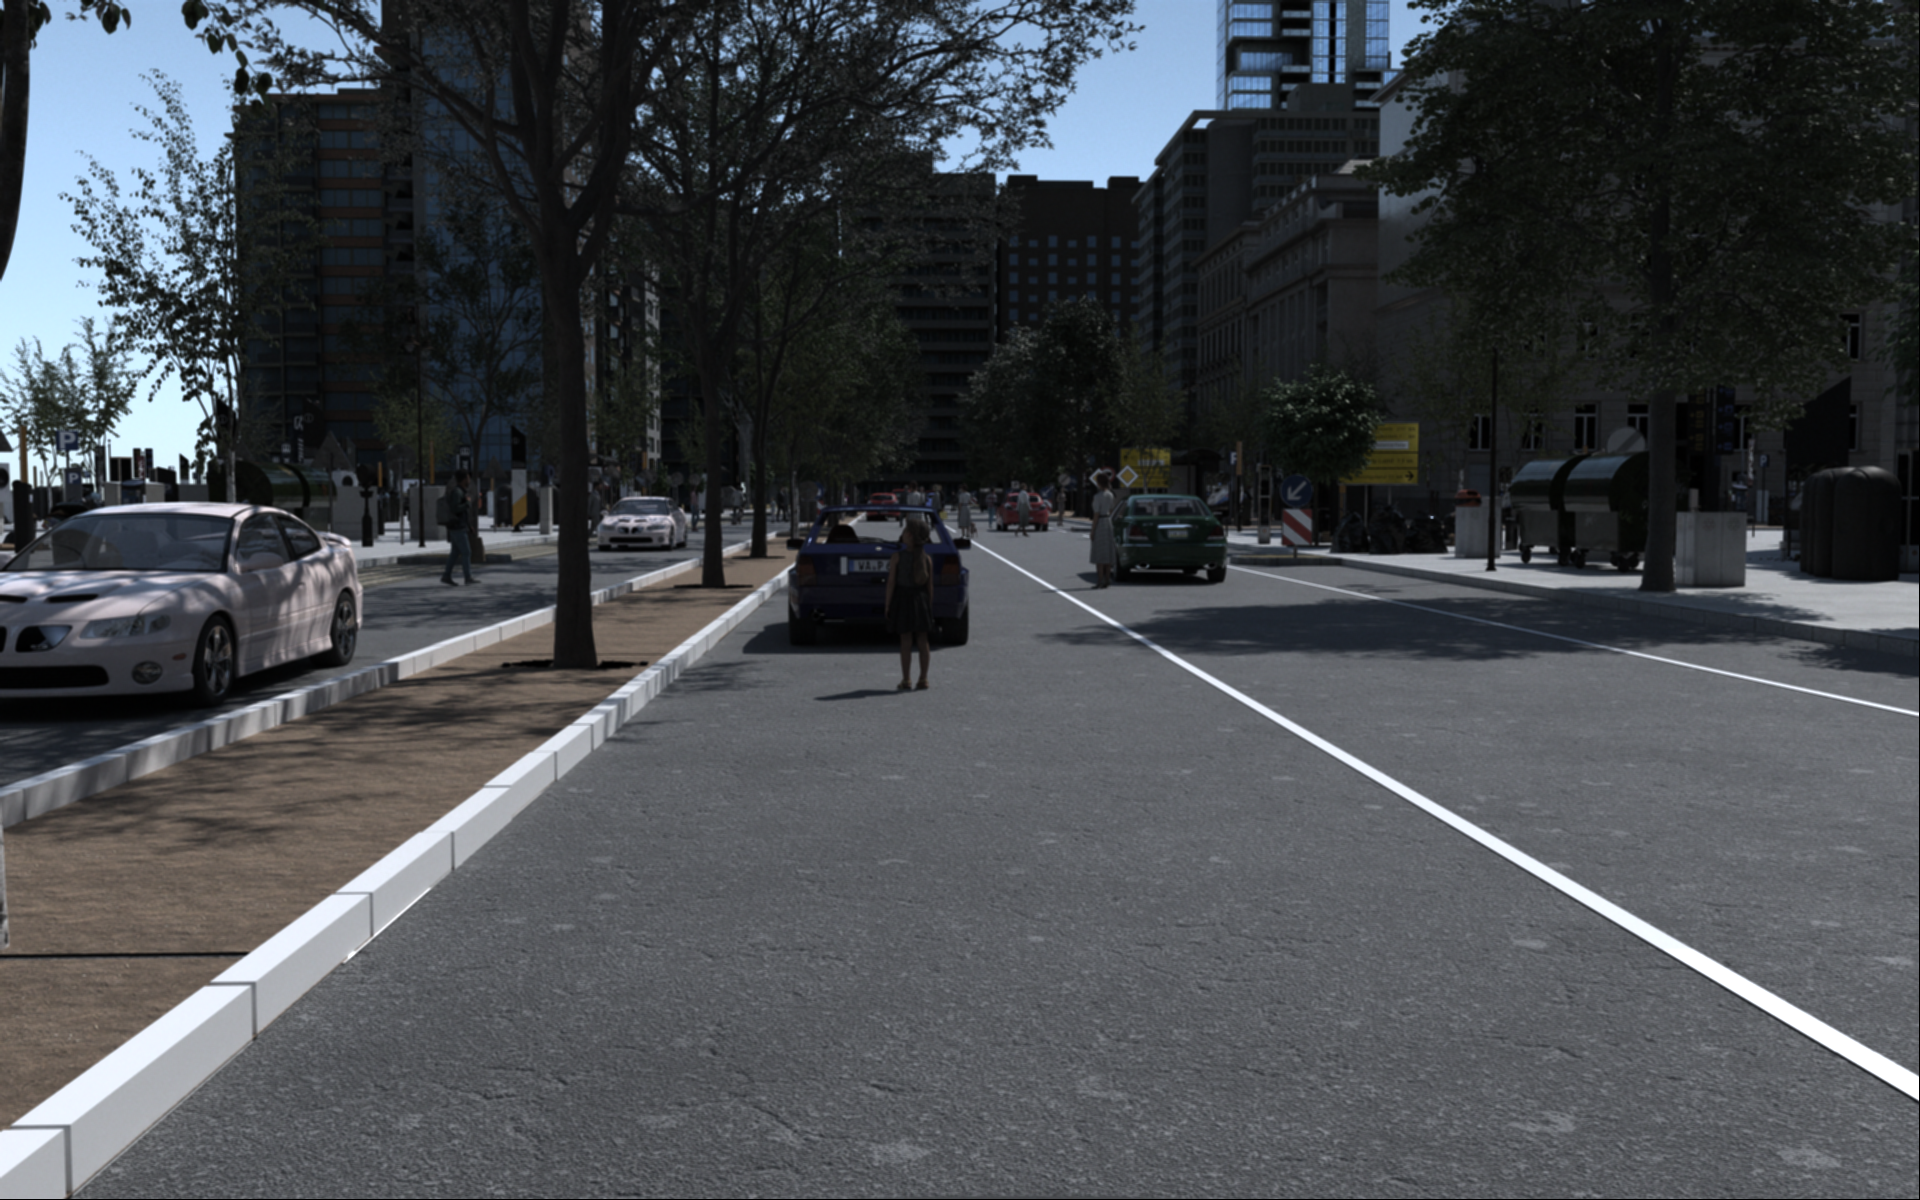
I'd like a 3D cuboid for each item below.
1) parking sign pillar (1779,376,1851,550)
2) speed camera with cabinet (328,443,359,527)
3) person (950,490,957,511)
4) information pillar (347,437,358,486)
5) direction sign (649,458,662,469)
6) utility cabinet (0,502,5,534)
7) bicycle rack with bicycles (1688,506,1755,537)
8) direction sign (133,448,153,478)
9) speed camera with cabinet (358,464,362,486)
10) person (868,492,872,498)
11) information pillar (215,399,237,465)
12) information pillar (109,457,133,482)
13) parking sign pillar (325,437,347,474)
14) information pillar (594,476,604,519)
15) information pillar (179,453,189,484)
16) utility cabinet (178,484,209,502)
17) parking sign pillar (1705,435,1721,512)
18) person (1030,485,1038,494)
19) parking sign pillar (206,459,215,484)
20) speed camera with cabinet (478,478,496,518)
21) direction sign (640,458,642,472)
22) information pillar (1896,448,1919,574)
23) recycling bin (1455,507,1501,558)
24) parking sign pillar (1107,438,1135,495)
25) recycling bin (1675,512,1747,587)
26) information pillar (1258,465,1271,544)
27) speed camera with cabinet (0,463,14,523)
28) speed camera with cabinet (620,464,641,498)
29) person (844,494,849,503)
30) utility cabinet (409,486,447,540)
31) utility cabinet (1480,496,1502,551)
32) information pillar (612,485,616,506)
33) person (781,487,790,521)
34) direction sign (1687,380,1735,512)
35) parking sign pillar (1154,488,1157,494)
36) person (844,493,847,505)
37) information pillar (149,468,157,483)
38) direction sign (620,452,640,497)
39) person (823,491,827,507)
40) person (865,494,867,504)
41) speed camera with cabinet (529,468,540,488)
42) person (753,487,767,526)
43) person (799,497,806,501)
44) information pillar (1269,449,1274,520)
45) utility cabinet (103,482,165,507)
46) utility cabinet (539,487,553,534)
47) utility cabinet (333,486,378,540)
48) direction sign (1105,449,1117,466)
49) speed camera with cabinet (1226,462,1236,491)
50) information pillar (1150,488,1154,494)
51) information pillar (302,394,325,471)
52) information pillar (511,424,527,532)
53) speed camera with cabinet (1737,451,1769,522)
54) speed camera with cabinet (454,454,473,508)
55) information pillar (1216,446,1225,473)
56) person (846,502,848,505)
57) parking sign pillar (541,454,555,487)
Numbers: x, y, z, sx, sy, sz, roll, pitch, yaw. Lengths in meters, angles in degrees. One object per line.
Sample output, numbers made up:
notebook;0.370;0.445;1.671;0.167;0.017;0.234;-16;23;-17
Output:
parking sign pillar;19.686;-3.140;39.811;1.447;3.967;1.447;2;4;24
speed camera with cabinet;-24.406;-4.445;67.015;0.660;3.252;2.038;2;4;25
person;-0.491;-8.157;142.673;0.445;1.727;0.742;2;4;26
information pillar;-24.990;-4.886;71.236;0.504;3.616;0.183;2;4;24
direction sign;-19.251;-7.192;109.588;0.876;3.537;0.379;1;4;11
utility cabinet;-30.355;-2.808;54.594;0.318;1.500;1.173;-2;4;-24
bicycle rack with bicycles;22.217;-2.322;51.352;2.852;0.926;2.925;3;4;37
direction sign;-40.407;-5.734;85.744;0.876;3.537;0.379;-2;4;-27
speed camera with cabinet;-39.992;-7.267;113.146;2.038;3.252;0.660;-1;4;-16
person;-10.201;-11.398;196.325;0.415;1.643;0.593;-2;4;-31
information pillar;-17.500;-3.057;41.335;0.504;3.616;0.183;-3;5;-43
information pillar;-16.683;-1.835;34.487;0.304;2.012;0.304;2;4;28
parking sign pillar;-29.682;-5.712;81.863;1.447;3.967;1.447;0;4;5
information pillar;-14.828;-4.077;71.152;0.304;2.012;0.304;-3;5;-45
information pillar;-44.167;-6.561;98.632;0.504;3.616;0.183;-1;4;-20
utility cabinet;-17.183;-1.818;38.411;0.318;1.500;1.173;3;5;43
parking sign pillar;34.605;-5.576;79.641;1.447;3.967;1.447;1;4;15
person;3.450;-4.518;82.149;0.659;1.850;0.755;2;4;26
parking sign pillar;-42.357;-6.758;98.965;1.447;3.967;1.447;-3;5;-44
speed camera with cabinet;-25.904;-6.139;94.716;2.038;3.252;0.660;-1;4;-16
direction sign;-20.447;-7.221;110.063;0.876;3.537;0.379;1;4;12
information pillar;15.347;-1.438;28.002;0.304;2.012;0.304;-1;4;-15
recycling bin;10.445;-1.369;34.931;0.722;1.027;0.722;0;4;-2
parking sign pillar;7.814;-5.850;84.119;1.447;3.967;1.447;2;4;30
recycling bin;10.539;-0.720;24.323;0.722;1.027;0.722;0;4;0
information pillar;7.834;-2.452;44.588;0.304;2.012;0.304;0;4;4
speed camera with cabinet;-41.978;-5.004;76.158;0.660;3.252;2.038;0;4;7
speed camera with cabinet;-21.578;-7.289;113.511;0.660;3.252;2.038;1;4;16
person;-9.592;-8.343;148.137;0.991;1.433;0.599;-1;4;-19
utility cabinet;-14.718;-2.399;47.895;1.173;1.500;0.318;2;4;32
utility cabinet;12.158;-1.742;39.643;0.306;1.237;1.020;0;4;8
information pillar;-26.721;-7.894;133.551;0.304;2.012;0.304;-2;4;-30
person;-9.167;-5.013;90.641;0.526;1.800;0.537;-1;4;-13
direction sign;15.040;-2.615;34.751;0.876;3.537;0.379;2;4;34
parking sign pillar;15.436;-9.180;138.566;1.447;3.967;1.447;1;4;19
person;-10.650;-9.138;157.845;1.348;1.831;0.705;-1;4;-17
information pillar;-22.798;-2.736;49.221;0.304;2.012;0.304;2;4;27
direction sign;-17.927;-6.208;93.490;0.876;3.537;0.379;-3;4;-38
person;-14.769;-11.202;192.472;1.217;1.723;0.721;2;4;27
person;-10.196;-10.776;187.953;0.557;1.426;1.065;1;4;9
speed camera with cabinet;-32.786;-8.412;131.874;0.660;3.252;2.038;1;4;20
person;-8.894;-4.177;76.978;0.592;1.802;0.473;-1;4;-15
person;-9.409;-5.790;104.174;0.522;1.701;0.512;1;4;13
information pillar;15.157;-5.687;84.338;0.183;3.616;0.504;2;4;27
utility cabinet;-14.869;-1.381;31.255;0.318;1.500;1.173;1;4;16
utility cabinet;-13.198;-2.844;55.174;0.318;1.500;1.173;0;4;-8
utility cabinet;-16.792;-2.411;48.101;1.173;1.500;0.318;-1;4;-19
direction sign;7.591;-5.799;86.803;0.876;3.537;0.379;-2;4;-34
speed camera with cabinet;17.339;-7.249;112.850;0.660;3.252;2.038;1;4;19
information pillar;12.679;-6.763;115.068;0.304;2.012;0.304;3;4;36
information pillar;-15.148;-3.012;40.601;0.504;3.616;0.183;-1;4;-9
information pillar;-14.761;-4.071;57.921;0.504;3.616;0.183;-1;4;-15
speed camera with cabinet;36.325;-5.201;79.366;0.660;3.252;2.038;0;4;-1
speed camera with cabinet;-25.057;-5.572;85.441;0.660;3.252;2.038;2;4;25
information pillar;12.727;-5.702;84.574;0.504;3.616;0.183;-2;4;-31
person;-8.518;-7.745;135.112;0.713;1.824;0.794;2;4;26
parking sign pillar;-27.708;-7.835;116.567;1.447;3.967;1.447;1;4;9
